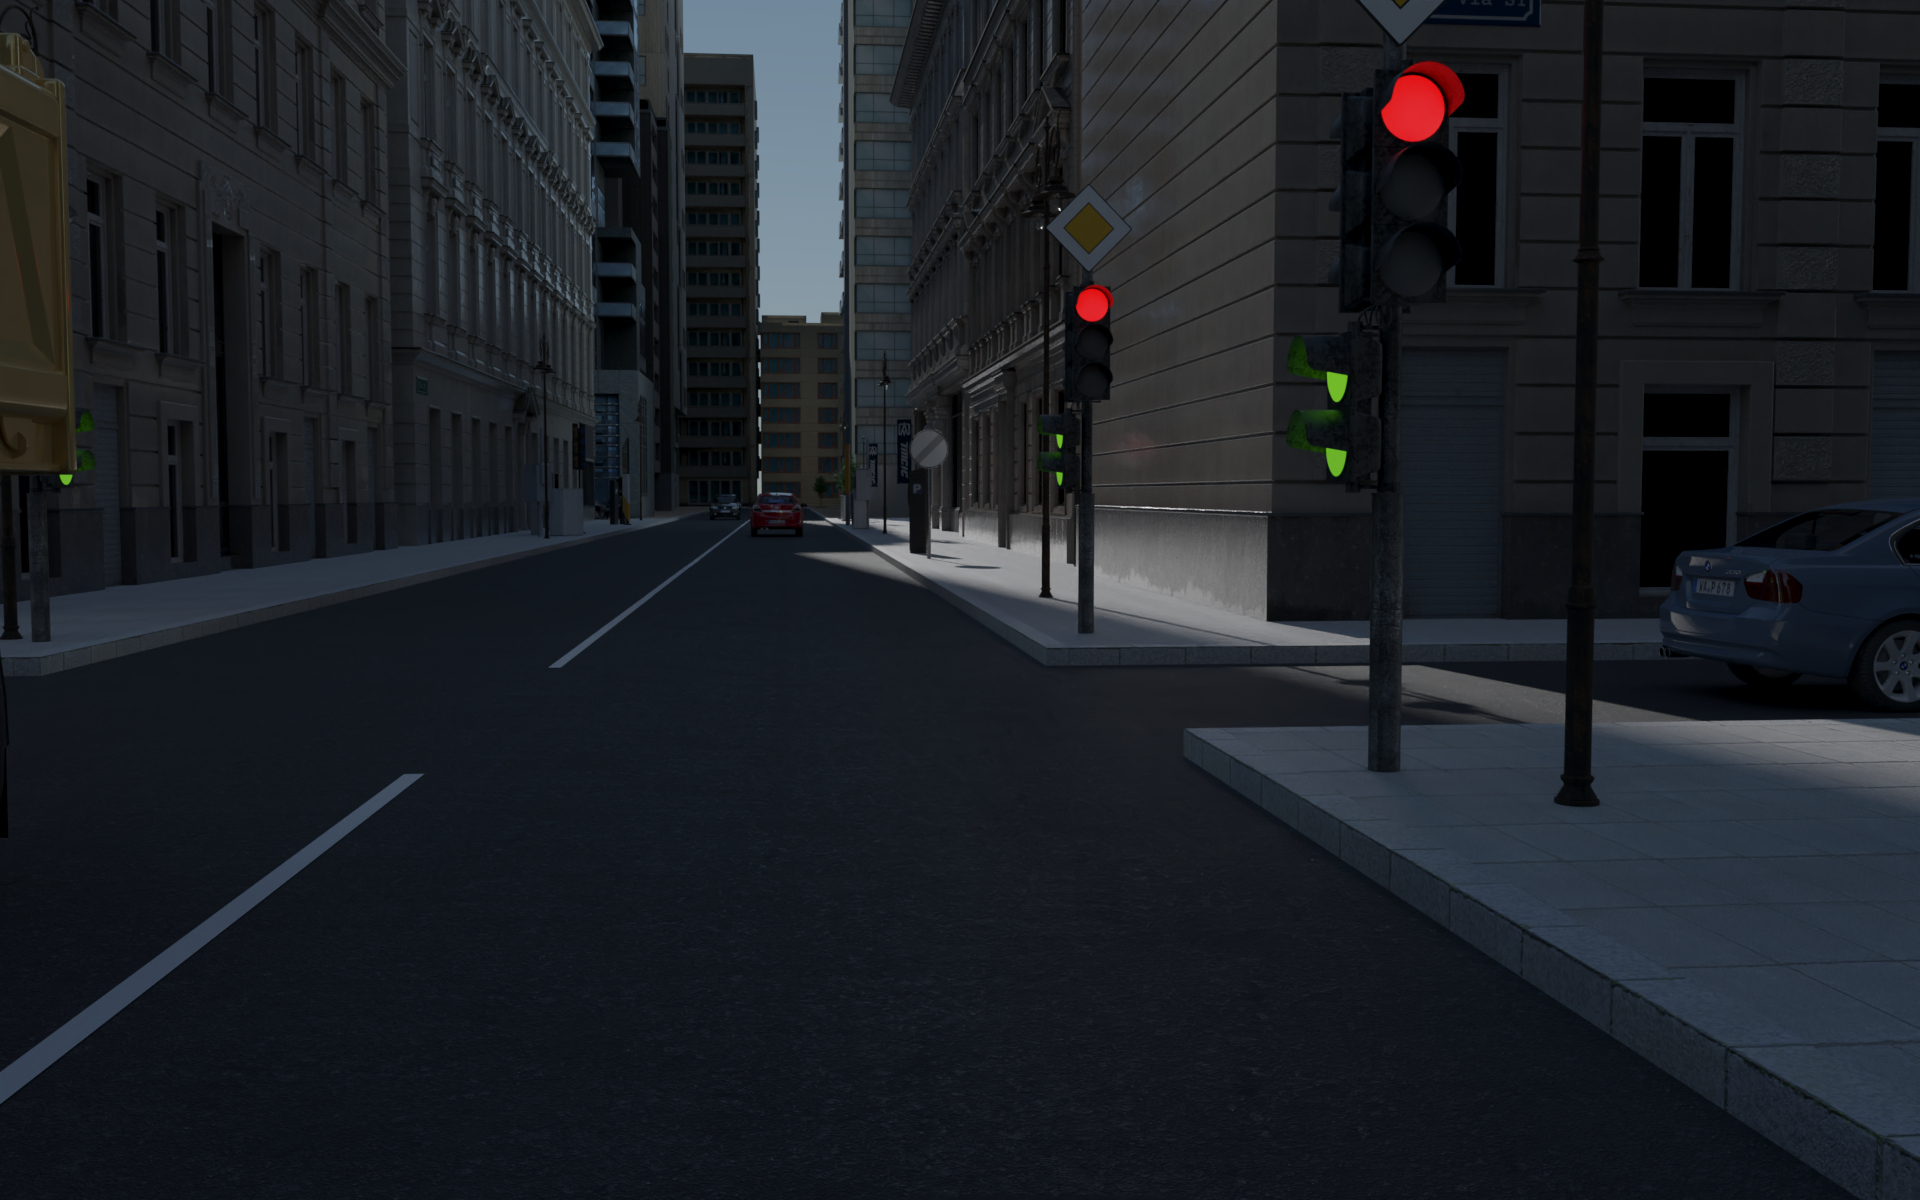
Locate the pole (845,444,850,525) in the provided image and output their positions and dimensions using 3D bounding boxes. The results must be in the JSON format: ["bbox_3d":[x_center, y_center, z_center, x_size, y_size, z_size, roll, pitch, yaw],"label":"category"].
[{"bbox_3d":[-4.597,-4.713,70.905,0.158,3.312,0.155,0,3,0],"label":"pole"}]

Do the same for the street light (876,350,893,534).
[{"bbox_3d":[-2.425,-5.080,55.839,0.468,5.910,1.993,0,4,-6],"label":"street light"}]

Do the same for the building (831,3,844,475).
[{"bbox_3d":[0.796,-32.499,150.972,23.786,49.044,30.456,0,4,-6],"label":"building"}]

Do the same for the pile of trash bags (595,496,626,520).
[{"bbox_3d":[-18.382,-4.770,87.735,3.447,1.369,1.912,2,4,35],"label":"pile of trash bags"}]

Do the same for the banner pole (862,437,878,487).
[{"bbox_3d":[-3.971,-5.237,75.642,0.863,3.779,0.401,1,4,13],"label":"banner pole"}]

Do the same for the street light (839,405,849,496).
[{"bbox_3d":[-6.049,-7.189,90.321,0.468,5.910,1.993,0,4,-6],"label":"street light"}]

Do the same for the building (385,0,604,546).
[{"bbox_3d":[-23.371,-17.480,62.219,17.030,29.872,44.131,0,4,-6],"label":"building"}]

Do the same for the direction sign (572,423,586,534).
[{"bbox_3d":[-12.259,-3.901,55.781,0.379,3.537,0.876,1,4,13],"label":"direction sign"}]

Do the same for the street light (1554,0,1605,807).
[{"bbox_3d":[2.559,-2.093,7.005,0.468,5.910,1.993,0,4,-6],"label":"street light"}]

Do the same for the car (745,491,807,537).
[{"bbox_3d":[-6.353,-3.114,59.950,2.155,1.783,4.494,0,4,-6],"label":"car"}]

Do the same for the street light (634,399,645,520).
[{"bbox_3d":[-15.568,-6.823,84.347,0.468,5.910,1.993,0,4,-6],"label":"street light"}]

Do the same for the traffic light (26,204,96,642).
[{"bbox_3d":[-7.969,-1.591,14.937,0.839,4.253,0.868,0,4,-6],"label":"traffic light"}]

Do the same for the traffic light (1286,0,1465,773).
[{"bbox_3d":[1.952,-1.163,7.932,0.839,4.253,0.868,0,4,-6],"label":"traffic light"}]

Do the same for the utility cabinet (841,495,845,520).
[{"bbox_3d":[-5.629,-4.498,84.707,0.306,1.237,1.020,-1,4,-10],"label":"utility cabinet"}]

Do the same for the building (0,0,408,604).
[{"bbox_3d":[-17.641,-14.078,27.436,12.463,27.353,25.104,0,4,-6],"label":"building"}]

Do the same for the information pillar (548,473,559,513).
[{"bbox_3d":[-14.075,-3.393,59.969,0.304,2.012,0.304,2,4,26],"label":"information pillar"}]

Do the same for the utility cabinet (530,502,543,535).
[{"bbox_3d":[-13.308,-2.651,54.512,0.306,1.237,1.020,0,4,-8],"label":"utility cabinet"}]

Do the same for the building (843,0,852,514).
[{"bbox_3d":[2.350,-35.395,120.701,21.231,58.520,28.212,0,4,-6],"label":"building"}]

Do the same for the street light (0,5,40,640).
[{"bbox_3d":[-8.391,-2.590,15.140,0.468,5.910,1.993,0,4,-6],"label":"street light"}]

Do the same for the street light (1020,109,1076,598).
[{"bbox_3d":[1.066,-2.970,21.344,0.468,5.910,1.993,0,4,-6],"label":"street light"}]

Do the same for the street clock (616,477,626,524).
[{"bbox_3d":[-14.311,-4.209,73.385,0.471,2.002,0.358,-3,5,-41],"label":"street clock"}]

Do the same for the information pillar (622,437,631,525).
[{"bbox_3d":[-13.852,-4.923,71.851,0.183,3.616,0.504,-3,4,-39],"label":"information pillar"}]

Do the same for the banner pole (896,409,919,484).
[{"bbox_3d":[-1.487,-3.725,50.916,0.863,3.779,0.401,1,4,22],"label":"banner pole"}]

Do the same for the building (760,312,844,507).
[{"bbox_3d":[-7.098,-21.072,189.572,28.899,21.520,27.650,0,4,-6],"label":"building"}]

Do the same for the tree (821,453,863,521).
[{"bbox_3d":[-5.810,-5.729,88.276,1.663,3.219,1.824,0,3,0],"label":"tree"}]

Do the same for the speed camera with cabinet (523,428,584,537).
[{"bbox_3d":[-12.357,-3.568,52.671,0.660,3.252,2.038,2,4,29],"label":"speed camera with cabinet"}]

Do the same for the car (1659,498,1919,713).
[{"bbox_3d":[7.348,-0.017,12.282,4.499,1.417,2.014,0,4,-6],"label":"car"}]

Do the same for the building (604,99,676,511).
[{"bbox_3d":[-28.449,-21.699,126.487,14.160,30.474,14.107,0,4,-6],"label":"building"}]

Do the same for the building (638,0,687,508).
[{"bbox_3d":[-37.301,-34.166,147.846,27.495,52.752,28.713,0,4,-6],"label":"building"}]

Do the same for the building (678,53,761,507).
[{"bbox_3d":[-32.113,-34.227,183.314,21.600,48.544,21.300,0,4,-6],"label":"building"}]

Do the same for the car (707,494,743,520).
[{"bbox_3d":[-13.130,-5.331,96.946,2.009,1.686,4.222,0,4,-7],"label":"car"}]

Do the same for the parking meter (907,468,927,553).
[{"bbox_3d":[-0.924,-1.948,37.560,0.399,1.863,0.255,1,4,8],"label":"parking meter"}]

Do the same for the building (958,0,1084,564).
[{"bbox_3d":[5.732,-10.777,40.826,10.561,19.102,19.286,0,4,-6],"label":"building"}]

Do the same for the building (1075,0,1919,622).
[{"bbox_3d":[14.569,-13.831,23.407,25.104,27.353,12.463,0,4,-6],"label":"building"}]

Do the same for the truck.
[{"bbox_3d":[-4.199,-0.364,1.882,3.469,3.379,9.791,0,4,-6],"label":"truck"}]

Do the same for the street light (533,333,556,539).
[{"bbox_3d":[-11.892,-4.703,49.687,0.468,5.910,1.993,0,4,-6],"label":"street light"}]

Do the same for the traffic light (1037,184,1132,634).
[{"bbox_3d":[1.144,-1.649,15.876,0.839,4.253,0.868,0,4,-6],"label":"traffic light"}]

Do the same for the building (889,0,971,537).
[{"bbox_3d":[2.465,-13.487,71.428,10.553,20.767,40.483,0,4,-6],"label":"building"}]

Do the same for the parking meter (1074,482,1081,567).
[{"bbox_3d":[2.155,-1.531,30.739,0.255,1.863,0.399,0,4,6],"label":"parking meter"}]

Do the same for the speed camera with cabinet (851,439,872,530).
[{"bbox_3d":[-3.616,-4.217,63.282,0.660,3.252,2.038,0,4,-8],"label":"speed camera with cabinet"}]

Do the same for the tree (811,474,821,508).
[{"bbox_3d":[-13.329,-10.600,167.905,1.663,3.219,1.824,0,3,0],"label":"tree"}]

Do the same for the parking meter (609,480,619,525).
[{"bbox_3d":[-14.549,-4.105,72.834,0.255,1.863,0.399,1,4,14],"label":"parking meter"}]

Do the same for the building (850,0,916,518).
[{"bbox_3d":[0.660,-25.458,99.840,14.154,41.232,14.086,0,4,-6],"label":"building"}]

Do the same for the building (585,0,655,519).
[{"bbox_3d":[-29.387,-48.280,102.054,22.319,86.520,31.000,0,4,-6],"label":"building"}]

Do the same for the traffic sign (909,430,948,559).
[{"bbox_3d":[-0.615,-2.090,34.275,0.768,2.556,0.104,0,4,-2],"label":"traffic sign"}]
